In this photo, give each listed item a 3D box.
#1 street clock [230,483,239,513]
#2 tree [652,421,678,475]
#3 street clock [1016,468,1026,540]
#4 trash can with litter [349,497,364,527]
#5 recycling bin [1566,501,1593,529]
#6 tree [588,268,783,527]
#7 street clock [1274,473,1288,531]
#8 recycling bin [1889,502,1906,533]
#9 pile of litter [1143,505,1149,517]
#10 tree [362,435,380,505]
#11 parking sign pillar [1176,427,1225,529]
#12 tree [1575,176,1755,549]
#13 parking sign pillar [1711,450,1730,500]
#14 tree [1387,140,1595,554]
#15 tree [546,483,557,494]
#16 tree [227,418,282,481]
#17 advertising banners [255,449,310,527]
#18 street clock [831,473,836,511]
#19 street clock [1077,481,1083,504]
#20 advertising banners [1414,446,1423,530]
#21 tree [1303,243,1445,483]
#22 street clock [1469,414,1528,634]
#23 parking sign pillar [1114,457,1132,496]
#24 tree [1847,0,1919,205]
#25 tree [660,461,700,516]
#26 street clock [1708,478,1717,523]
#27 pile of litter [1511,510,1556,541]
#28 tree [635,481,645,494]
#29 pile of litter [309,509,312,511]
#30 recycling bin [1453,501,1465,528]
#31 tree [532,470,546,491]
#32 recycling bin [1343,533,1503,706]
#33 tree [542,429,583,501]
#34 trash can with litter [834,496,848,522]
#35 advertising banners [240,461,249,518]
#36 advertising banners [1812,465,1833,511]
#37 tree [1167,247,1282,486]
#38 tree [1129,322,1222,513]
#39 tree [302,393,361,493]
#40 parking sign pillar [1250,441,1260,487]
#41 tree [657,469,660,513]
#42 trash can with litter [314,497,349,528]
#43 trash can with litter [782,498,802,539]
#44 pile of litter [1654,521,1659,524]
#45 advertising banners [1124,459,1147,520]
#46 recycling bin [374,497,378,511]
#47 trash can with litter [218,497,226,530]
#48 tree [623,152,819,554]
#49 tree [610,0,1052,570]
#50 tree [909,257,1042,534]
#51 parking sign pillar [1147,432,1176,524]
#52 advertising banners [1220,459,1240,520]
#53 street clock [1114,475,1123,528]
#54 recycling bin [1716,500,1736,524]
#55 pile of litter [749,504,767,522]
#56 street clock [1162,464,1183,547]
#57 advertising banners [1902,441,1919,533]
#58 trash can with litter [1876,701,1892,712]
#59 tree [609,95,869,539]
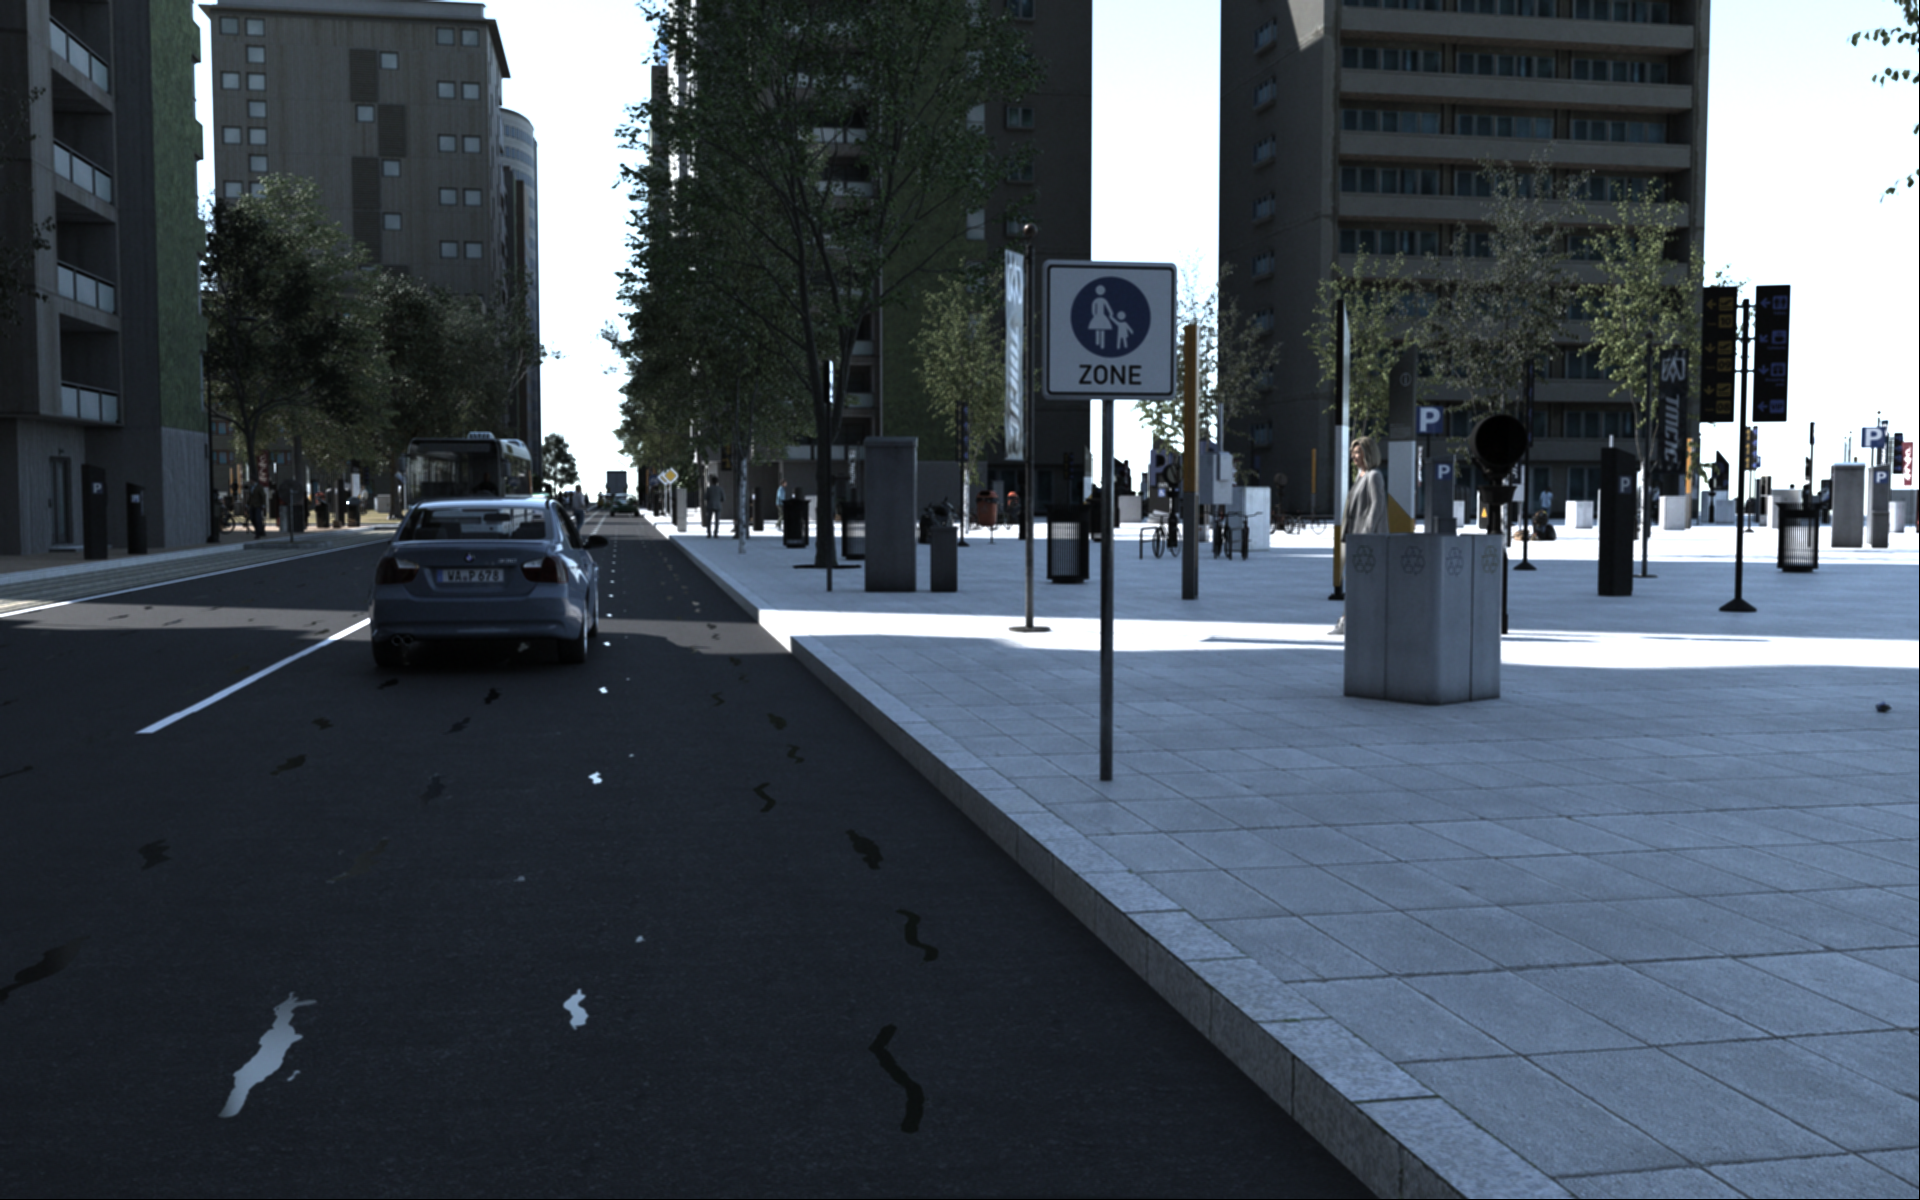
[{"bbox_3d":[-46.024,-6.445,109.941,0.471,2.002,0.358,-2,4,-31],"label":"street clock"},{"bbox_3d":[-27.031,-12.630,156.869,4.360,8.622,3.978,0,3,0],"label":"tree"},{"bbox_3d":[1.757,-2.694,48.621,0.358,2.002,0.471,1,4,10],"label":"street clock"},{"bbox_3d":[-23.640,-3.440,67.637,0.624,1.170,1.055,-1,4,-16],"label":"trash can with litter"},{"bbox_3d":[22.830,-3.136,63.832,0.722,1.027,0.722,-1,4,-12],"label":"recycling bin"},{"bbox_3d":[-10.183,-8.096,66.782,7.601,10.594,8.767,1,4,13],"label":"tree"},{"bbox_3d":[11.237,-3.432,60.689,0.471,2.002,0.358,-2,4,-33],"label":"street clock"},{"bbox_3d":[30.656,-2.726,57.117,0.722,1.027,0.722,-3,5,-40],"label":"recycling bin"},{"bbox_3d":[10.454,-5.148,98.132,1.176,0.858,1.719,0,4,-3],"label":"pile of litter"},{"bbox_3d":[-49.976,-11.966,146.001,4.737,8.622,4.395,0,3,0],"label":"tree"},{"bbox_3d":[9.077,-4.610,63.840,1.447,3.967,1.447,3,5,43],"label":"parking sign pillar"},{"bbox_3d":[16.115,-5.500,40.285,4.737,8.622,4.395,0,3,0],"label":"tree"},{"bbox_3d":[46.187,-7.142,105.245,1.447,3.967,1.447,0,4,-7],"label":"parking sign pillar"},{"bbox_3d":[11.460,-5.279,36.675,4.360,8.622,3.978,0,3,0],"label":"tree"},{"bbox_3d":[-64.299,-16.953,271.790,1.663,3.219,1.824,0,3,0],"label":"tree"},{"bbox_3d":[-57.875,-11.689,141.477,4.737,8.622,4.395,0,3,0],"label":"tree"},{"bbox_3d":[-26.483,-4.374,67.703,2.074,3.025,0.090,0,4,0],"label":"advertising banners"},{"bbox_3d":[-4.497,-3.373,59.712,0.358,2.002,0.471,-2,4,-33],"label":"street clock"},{"bbox_3d":[6.866,-5.746,98.519,0.358,2.002,0.471,3,4,39],"label":"street clock"},{"bbox_3d":[16.335,-4.052,62.434,0.090,3.025,2.074,2,4,33],"label":"advertising banners"},{"bbox_3d":[12.243,-6.204,51.795,4.737,8.622,4.395,0,3,0],"label":"tree"},{"bbox_3d":[4.920,-0.691,15.874,0.471,2.002,0.358,0,4,4],"label":"street clock"},{"bbox_3d":[11.574,-8.263,123.573,1.447,3.967,1.447,-1,4,-10],"label":"parking sign pillar"},{"bbox_3d":[8.924,-3.867,13.580,4.360,8.622,3.978,0,3,0],"label":"tree"},{"bbox_3d":[-15.954,-6.459,100.199,1.663,3.219,1.824,0,3,0],"label":"tree"},{"bbox_3d":[33.532,-4.444,77.231,0.358,2.002,0.471,3,5,39],"label":"street clock"},{"bbox_3d":[15.730,-2.064,47.710,1.719,0.858,1.176,-2,4,-27],"label":"pile of litter"},{"bbox_3d":[-41.054,-13.950,222.679,1.663,3.219,1.824,0,3,0],"label":"tree"},{"bbox_3d":[-49.625,-7.146,130.800,1.176,0.858,1.719,-3,5,-42],"label":"pile of litter"},{"bbox_3d":[18.590,-3.239,65.507,0.722,1.027,0.722,-1,4,-11],"label":"recycling bin"},{"bbox_3d":[-56.023,-14.848,226.473,4.285,4.588,4.351,0,3,0],"label":"tree"},{"bbox_3d":[2.924,0.099,10.943,0.722,1.027,0.722,-3,4,-39],"label":"recycling bin"},{"bbox_3d":[-71.590,-23.824,306.525,9.611,12.733,9.660,0,3,0],"label":"tree"},{"bbox_3d":[-5.578,-4.268,81.169,0.624,1.170,1.055,0,4,2],"label":"trash can with litter"},{"bbox_3d":[-37.711,-5.818,91.307,0.090,3.025,2.074,-1,4,-13],"label":"advertising banners"},{"bbox_3d":[51.705,-6.593,103.978,2.074,3.025,0.090,0,4,5],"label":"advertising banners"},{"bbox_3d":[7.288,-6.180,51.409,4.360,8.622,3.978,0,3,0],"label":"tree"},{"bbox_3d":[8.434,-7.232,68.612,4.737,8.622,4.395,0,3,0],"label":"tree"},{"bbox_3d":[-36.814,-9.266,101.854,4.360,8.622,3.978,0,3,0],"label":"tree"},{"bbox_3d":[14.977,-6.084,87.947,1.447,3.967,1.447,1,4,11],"label":"parking sign pillar"},{"bbox_3d":[-19.581,-7.427,116.037,1.663,3.219,1.824,0,3,0],"label":"tree"},{"bbox_3d":[-23.693,-3.285,65.091,1.055,1.170,0.624,0,4,-7],"label":"trash can with litter"},{"bbox_3d":[-4.771,-2.312,49.182,0.624,1.170,1.055,-1,4,-8],"label":"trash can with litter"},{"bbox_3d":[30.288,-3.661,73.815,1.176,0.858,1.719,0,4,5],"label":"pile of litter"},{"bbox_3d":[8.725,-5.559,87.071,0.090,3.025,2.074,-1,4,-23],"label":"advertising banners"},{"bbox_3d":[-44.013,-7.287,131.703,0.722,1.027,0.722,3,4,36],"label":"recycling bin"},{"bbox_3d":[-26.275,-3.008,60.571,1.055,1.170,0.624,-2,4,-35],"label":"trash can with litter"},{"bbox_3d":[-4.816,-5.313,37.223,4.737,8.622,4.395,0,3,0],"label":"tree"},{"bbox_3d":[-2.245,-6.367,29.853,9.928,11.665,9.643,0,3,0],"label":"tree"},{"bbox_3d":[0.436,-6.395,54.914,4.737,8.622,4.395,0,3,0],"label":"tree"},{"bbox_3d":[8.841,-5.294,75.032,1.447,3.967,1.447,3,4,37],"label":"parking sign pillar"},{"bbox_3d":[12.901,-5.510,86.282,2.074,3.025,0.090,0,4,0],"label":"advertising banners"},{"bbox_3d":[5.992,-3.772,66.237,0.358,2.002,0.471,-1,4,-19],"label":"street clock"},{"bbox_3d":[33.096,-3.810,74.843,0.722,1.027,0.722,2,4,30],"label":"recycling bin"},{"bbox_3d":[-9.771,-4.083,80.728,1.719,0.858,1.176,2,4,26],"label":"pile of litter"},{"bbox_3d":[5.155,-2.285,41.932,0.471,2.002,0.358,-1,4,-22],"label":"street clock"},{"bbox_3d":[31.672,-3.714,56.905,0.090,3.025,2.074,-1,4,-13],"label":"advertising banners"},{"bbox_3d":[6.158,0.077,9.803,1.678,1.210,2.233,2,4,35],"label":"trash can with litter"},{"bbox_3d":[-6.233,-8.046,49.682,7.486,12.596,7.792,0,3,0],"label":"tree"}]
